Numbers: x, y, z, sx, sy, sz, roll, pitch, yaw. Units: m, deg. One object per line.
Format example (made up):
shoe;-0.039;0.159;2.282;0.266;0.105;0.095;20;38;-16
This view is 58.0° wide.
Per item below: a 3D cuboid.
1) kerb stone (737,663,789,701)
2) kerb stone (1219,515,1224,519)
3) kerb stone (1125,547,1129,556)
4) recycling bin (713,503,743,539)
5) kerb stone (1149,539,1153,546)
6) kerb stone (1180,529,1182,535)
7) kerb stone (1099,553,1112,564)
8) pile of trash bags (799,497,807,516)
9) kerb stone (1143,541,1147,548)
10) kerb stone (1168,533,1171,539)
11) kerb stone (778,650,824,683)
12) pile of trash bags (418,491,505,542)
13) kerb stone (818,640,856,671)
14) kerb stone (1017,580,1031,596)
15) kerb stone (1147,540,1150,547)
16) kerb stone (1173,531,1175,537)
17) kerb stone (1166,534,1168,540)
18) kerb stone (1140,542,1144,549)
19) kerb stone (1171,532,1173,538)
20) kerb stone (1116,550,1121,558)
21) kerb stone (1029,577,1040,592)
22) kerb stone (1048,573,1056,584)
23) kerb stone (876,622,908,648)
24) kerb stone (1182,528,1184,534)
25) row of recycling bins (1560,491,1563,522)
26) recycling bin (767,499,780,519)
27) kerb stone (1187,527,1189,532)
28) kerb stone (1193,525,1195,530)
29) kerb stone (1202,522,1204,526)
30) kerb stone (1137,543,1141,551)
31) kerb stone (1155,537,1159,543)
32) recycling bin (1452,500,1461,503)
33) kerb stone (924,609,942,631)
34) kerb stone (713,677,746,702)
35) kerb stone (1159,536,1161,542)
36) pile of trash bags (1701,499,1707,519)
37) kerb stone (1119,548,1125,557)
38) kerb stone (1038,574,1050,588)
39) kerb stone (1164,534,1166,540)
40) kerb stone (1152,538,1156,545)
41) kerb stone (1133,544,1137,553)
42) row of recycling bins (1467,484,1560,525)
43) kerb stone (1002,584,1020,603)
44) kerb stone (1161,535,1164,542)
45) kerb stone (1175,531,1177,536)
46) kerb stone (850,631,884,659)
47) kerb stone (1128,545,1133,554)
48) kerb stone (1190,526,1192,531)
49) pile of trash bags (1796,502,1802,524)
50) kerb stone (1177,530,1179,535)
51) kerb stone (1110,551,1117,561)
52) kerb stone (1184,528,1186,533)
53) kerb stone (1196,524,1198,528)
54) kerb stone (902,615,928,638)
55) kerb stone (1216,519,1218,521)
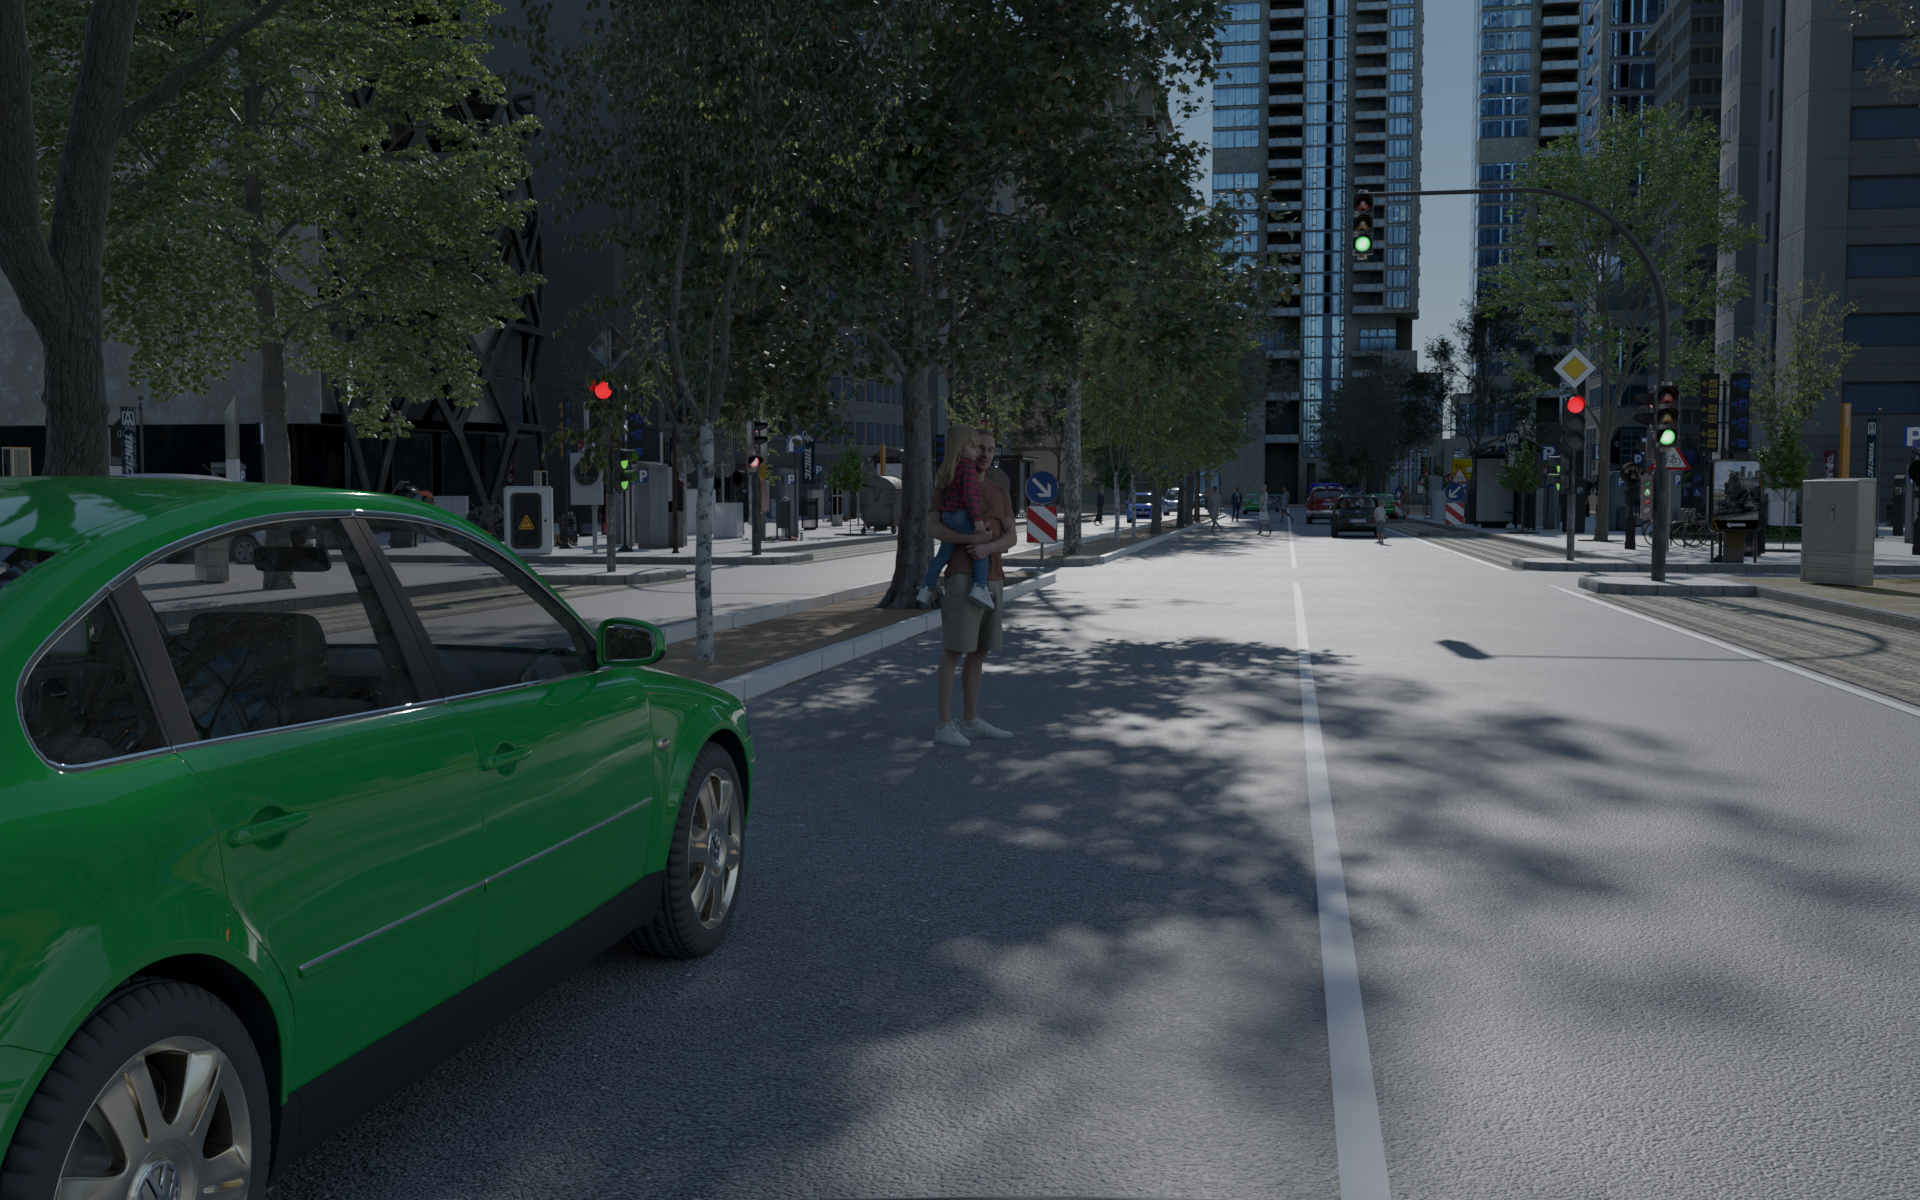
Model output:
kerb stone;-1.452;0.594;12.478;0.120;0.150;1.000;1;4;11
kerb stone;14.791;-4.677;98.671;0.120;0.150;1.000;1;4;11
kerb stone;3.768;-1.102;40.210;0.120;0.150;1.000;1;4;11
recycling bin;-6.727;-2.305;50.247;0.722;1.027;0.722;1;4;9
kerb stone;5.098;-1.533;47.252;0.120;0.150;1.000;1;4;11
kerb stone;7.570;-2.333;60.336;0.120;0.150;1.000;1;4;11
kerb stone;3.011;-0.854;36.163;0.120;0.150;1.000;1;4;11
pile of trash bags;-10.422;-5.630;101.797;3.447;1.369;1.912;0;4;-1
kerb stone;4.721;-1.401;45.243;0.120;0.150;1.000;1;4;11
kerb stone;6.428;-1.963;54.297;0.120;0.150;1.000;1;4;11
kerb stone;-1.269;0.532;13.492;0.120;0.150;1.000;1;4;11
pile of trash bags;-13.093;-2.273;46.921;3.447;1.369;1.912;-2;4;-25
kerb stone;-1.072;0.471;14.498;0.120;0.150;1.000;1;4;11
kerb stone;0.834;-0.146;24.579;0.120;0.150;1.000;1;4;11
kerb stone;4.908;-1.471;46.248;0.120;0.150;1.000;1;4;11
kerb stone;6.806;-2.087;56.310;0.120;0.150;1.000;1;4;11
kerb stone;6.234;-1.900;53.293;0.120;0.150;1.000;1;4;11
kerb stone;4.532;-1.348;44.238;0.120;0.150;1.000;1;4;11
kerb stone;6.616;-2.025;55.304;0.120;0.150;1.000;1;4;11
kerb stone;3.385;-0.977;38.179;0.120;0.150;1.000;1;4;11
kerb stone;1.017;-0.205;25.585;0.120;0.150;1.000;1;4;11
kerb stone;1.400;-0.327;27.594;0.120;0.150;1.000;1;4;11
kerb stone;-0.686;0.347;16.525;0.120;0.150;1.000;1;4;11
kerb stone;7.753;-2.390;61.346;0.120;0.150;1.000;1;4;11
row of recycling bins;27.665;-4.481;80.383;1.069;1.692;3.534;0;4;-7
recycling bin;-9.643;-4.774;90.607;0.722;1.027;0.722;-2;4;-24
kerb stone;8.322;-2.580;64.374;0.120;0.150;1.000;1;4;11
kerb stone;9.081;-2.825;68.414;0.120;0.150;1.000;1;4;11
kerb stone;10.419;-3.258;75.488;0.120;0.150;1.000;1;4;11
kerb stone;4.350;-1.287;43.231;0.120;0.150;1.000;1;4;11
kerb stone;5.478;-1.655;49.261;0.120;0.150;1.000;1;4;11
recycling bin;29.492;-5.480;102.152;0.722;1.027;0.722;2;4;34
kerb stone;-0.305;0.223;18.544;0.120;0.150;1.000;1;4;11
kerb stone;-1.643;0.657;11.473;0.120;0.150;1.000;1;4;11
kerb stone;5.668;-1.717;50.273;0.120;0.150;1.000;1;4;11
pile of trash bags;35.451;-4.326;80.483;3.447;1.369;1.912;-3;5;-42
kerb stone;3.578;-1.040;39.193;0.120;0.150;1.000;1;4;11
kerb stone;1.211;-0.269;26.588;0.120;0.150;1.000;1;4;11
kerb stone;6.054;-1.839;52.287;0.120;0.150;1.000;1;4;11
kerb stone;5.289;-1.593;48.256;0.120;0.150;1.000;1;4;11
kerb stone;4.154;-1.225;42.225;0.120;0.150;1.000;1;4;11
row of recycling bins;23.238;-4.028;72.974;3.534;1.692;1.069;1;4;11
kerb stone;0.645;-0.084;23.574;0.120;0.150;1.000;1;4;11
kerb stone;5.858;-1.779;51.283;0.120;0.150;1.000;1;4;11
kerb stone;7.000;-2.147;57.323;0.120;0.150;1.000;1;4;11
kerb stone;-0.878;0.413;15.505;0.120;0.150;1.000;1;4;11
kerb stone;3.959;-1.163;41.219;0.120;0.150;1.000;1;4;11
kerb stone;8.704;-2.704;66.399;0.120;0.150;1.000;1;4;11
pile of trash bags;35.468;-3.898;73.492;1.912;1.369;3.447;3;5;44
kerb stone;7.184;-2.210;58.328;0.120;0.150;1.000;1;4;11
kerb stone;3.202;-0.915;37.167;0.120;0.150;1.000;1;4;11
kerb stone;7.944;-2.454;62.357;0.120;0.150;1.000;1;4;11
kerb stone;9.471;-2.943;70.432;0.120;0.150;1.000;1;4;11
kerb stone;-0.508;0.285;17.532;0.120;0.150;1.000;1;4;11
kerb stone;13.267;-4.185;90.617;0.120;0.150;1.000;1;4;11
